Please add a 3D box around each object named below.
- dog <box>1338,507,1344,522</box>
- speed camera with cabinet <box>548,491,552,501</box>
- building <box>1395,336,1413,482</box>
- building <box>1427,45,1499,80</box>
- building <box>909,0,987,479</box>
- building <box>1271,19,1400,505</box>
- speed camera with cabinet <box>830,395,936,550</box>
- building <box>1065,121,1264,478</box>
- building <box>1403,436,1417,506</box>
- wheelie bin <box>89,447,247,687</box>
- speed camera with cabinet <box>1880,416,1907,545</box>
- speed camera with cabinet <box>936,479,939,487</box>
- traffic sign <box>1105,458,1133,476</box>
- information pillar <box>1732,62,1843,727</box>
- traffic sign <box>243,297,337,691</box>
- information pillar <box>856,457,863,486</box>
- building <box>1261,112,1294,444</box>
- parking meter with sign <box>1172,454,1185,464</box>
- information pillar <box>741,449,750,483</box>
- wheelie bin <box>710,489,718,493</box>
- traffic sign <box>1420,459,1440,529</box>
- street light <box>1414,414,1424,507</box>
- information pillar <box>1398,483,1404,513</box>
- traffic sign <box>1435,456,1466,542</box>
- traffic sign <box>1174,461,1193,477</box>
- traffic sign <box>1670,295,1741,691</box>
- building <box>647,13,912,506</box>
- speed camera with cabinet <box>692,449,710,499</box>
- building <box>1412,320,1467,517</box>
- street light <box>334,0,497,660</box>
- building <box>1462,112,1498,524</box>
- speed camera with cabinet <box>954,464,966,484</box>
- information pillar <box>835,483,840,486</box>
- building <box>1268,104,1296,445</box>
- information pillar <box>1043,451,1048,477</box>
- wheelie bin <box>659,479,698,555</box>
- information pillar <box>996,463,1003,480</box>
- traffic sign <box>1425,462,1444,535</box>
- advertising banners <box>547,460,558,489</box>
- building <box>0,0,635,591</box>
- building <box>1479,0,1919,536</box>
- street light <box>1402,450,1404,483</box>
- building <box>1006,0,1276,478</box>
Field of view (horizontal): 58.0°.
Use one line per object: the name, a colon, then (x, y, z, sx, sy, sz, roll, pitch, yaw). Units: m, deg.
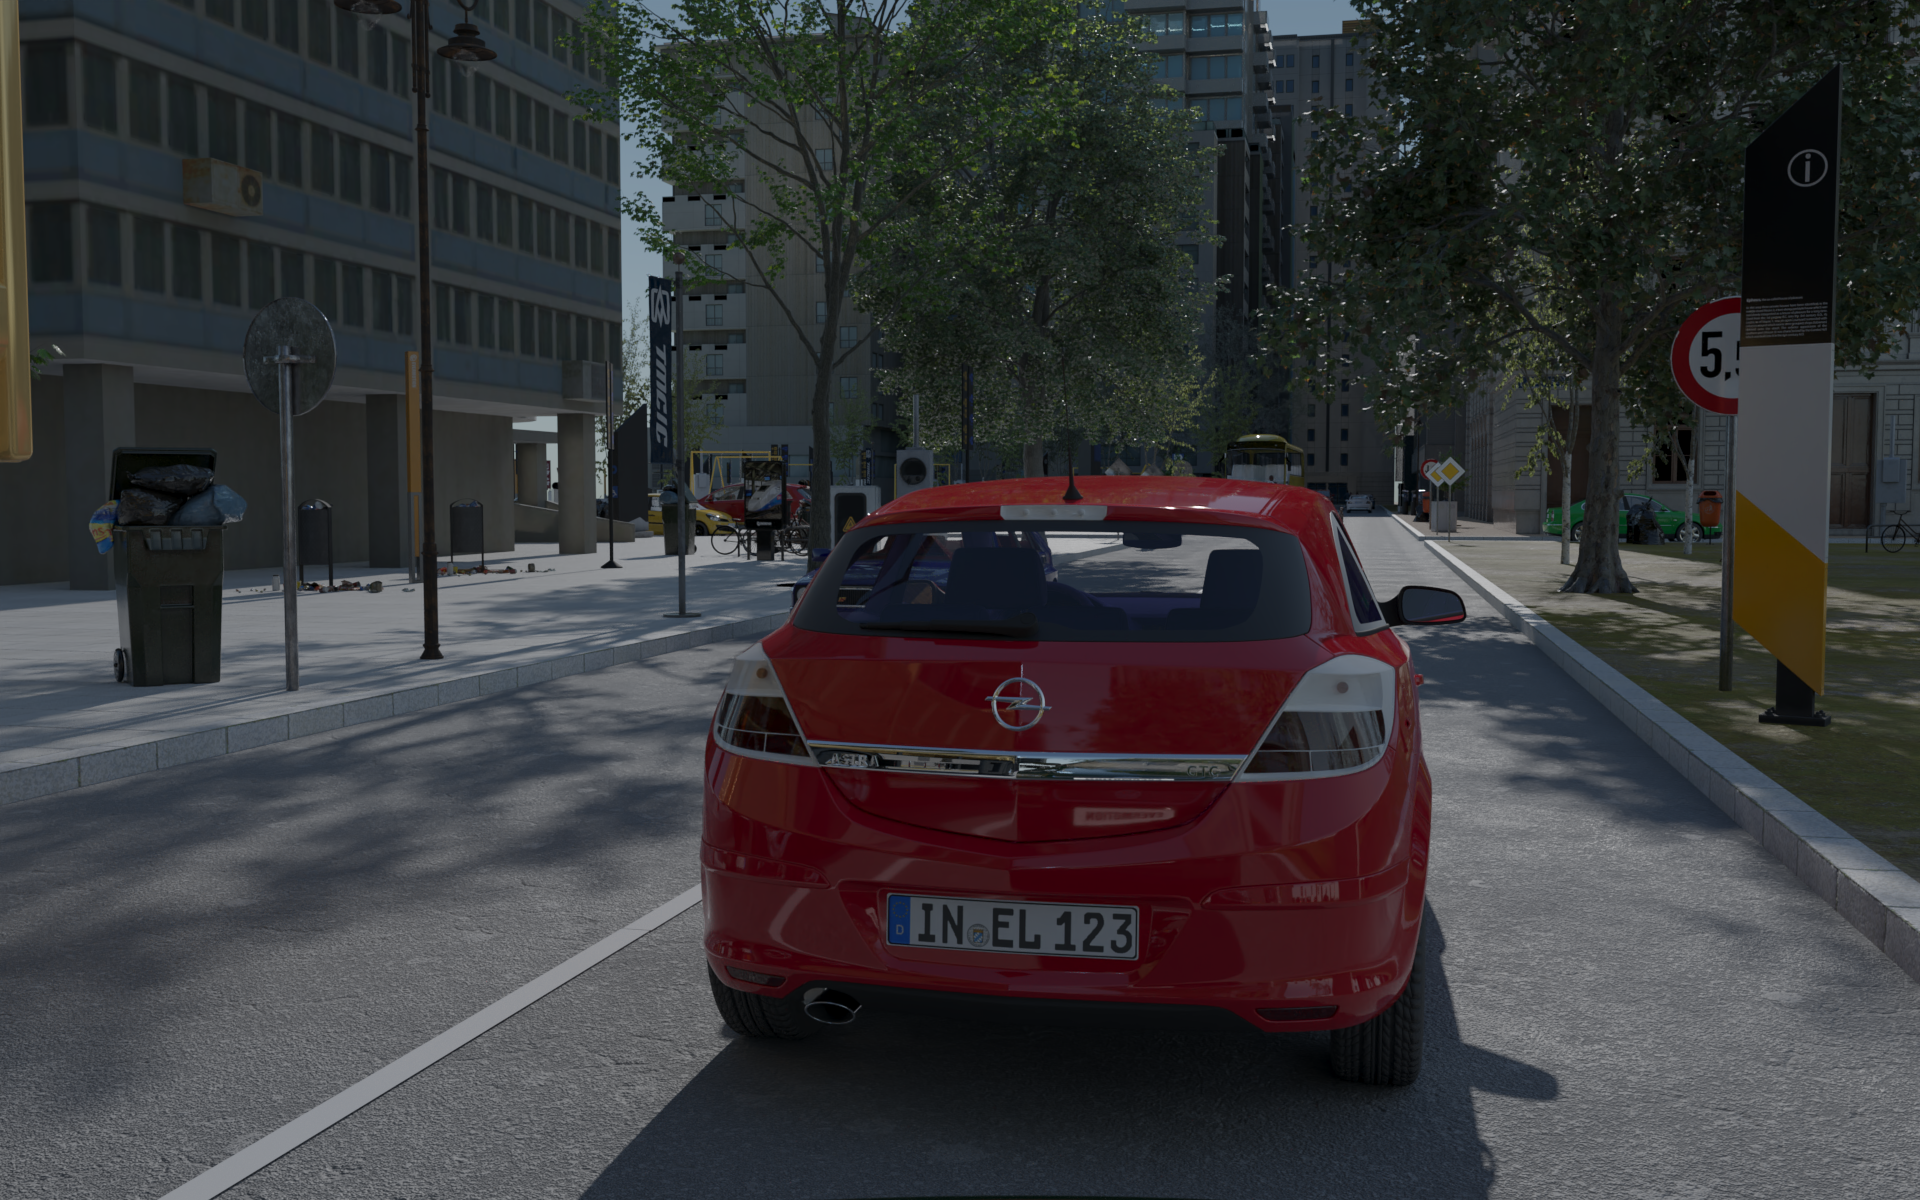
dog: (17.969, -3.949, 81.409, 0.513, 0.831, 0.800, 3, 5, 42)
speed camera with cabinet: (-20.788, -5.718, 87.820, 2.038, 3.252, 0.660, 1, 4, 19)
building: (61.237, -32.446, 214.089, 14.086, 41.232, 14.154, 1, 4, 13)
building: (42.710, -27.506, 133.322, 14.154, 41.232, 14.086, 1, 4, 13)
building: (8.884, -40.122, 197.990, 28.212, 58.520, 21.231, 1, 4, 13)
building: (41.276, -41.533, 221.071, 28.212, 58.520, 21.231, 1, 4, 13)
speed camera with cabinet: (-1.577, -2.452, 34.433, 2.038, 3.252, 0.660, 0, 4, 6)
building: (16.529, -22.399, 137.920, 14.160, 30.474, 14.107, 1, 4, 13)
building: (58.447, -53.044, 179.933, 22.319, 86.520, 31.000, 1, 4, 13)
wheelie bin: (-5.355, -0.238, 11.792, 0.980, 1.594, 0.693, -2, 4, -34)
speed camera with cabinet: (24.181, -3.008, 43.519, 2.038, 3.252, 0.660, 2, 4, 30)
speed camera with cabinet: (-2.359, -6.900, 107.152, 2.038, 3.252, 0.660, 1, 4, 18)
traffic sign: (4.418, -2.731, 48.288, 0.795, 2.450, 0.064, 1, 4, 13)
information pillar: (4.611, -1.119, 9.644, 0.504, 3.616, 0.183, 3, 4, 36)
traffic sign: (-4.359, -0.681, 11.233, 0.768, 2.556, 0.104, 1, 4, 22)
information pillar: (-5.718, -6.558, 98.570, 0.504, 3.616, 0.183, 3, 5, 40)
building: (27.384, -30.461, 181.623, 14.154, 41.232, 14.086, 1, 4, 13)
parking meter with sign: (9.792, -4.839, 75.377, 0.543, 3.016, 1.738, 2, 4, 28)
information pillar: (-11.221, -6.069, 90.577, 0.504, 3.616, 0.183, -3, 5, -40)
wheelie bin: (-14.260, -5.683, 100.818, 0.980, 1.594, 0.693, 0, 4, 8)
traffic sign: (17.047, -3.828, 62.696, 0.768, 2.556, 0.104, 1, 4, 19)
street light: (23.470, -7.091, 88.725, 0.468, 5.910, 1.993, 1, 4, 13)
information pillar: (29.459, -6.801, 115.681, 0.304, 2.012, 0.304, -1, 4, -14)
traffic sign: (13.075, -2.606, 46.248, 0.795, 2.450, 0.064, 1, 4, 13)
traffic sign: (8.469, -4.030, 65.998, 0.768, 2.556, 0.104, 1, 4, 21)
traffic sign: (4.997, -0.680, 11.229, 0.768, 2.556, 0.104, 1, 4, 22)
building: (-19.149, -37.392, 200.603, 27.495, 52.752, 28.713, 1, 4, 13)
speed camera with cabinet: (-10.911, -5.072, 77.260, 2.038, 3.252, 0.660, -2, 4, -26)
building: (36.750, -17.840, 110.745, 14.314, 24.678, 30.058, 1, 4, 13)
street light: (-4.116, -2.479, 13.318, 0.468, 5.910, 1.993, 1, 4, 13)
building: (31.415, -14.818, 84.073, 13.314, 21.916, 24.055, 1, 4, 13)
speed camera with cabinet: (-0.550, -7.259, 113.026, 2.038, 3.252, 0.660, 2, 4, 33)
information pillar: (-8.374, -6.981, 118.628, 0.304, 2.012, 0.304, 0, 4, 4)
building: (30.505, -33.449, 197.008, 14.200, 45.320, 14.600, 1, 4, 13)
information pillar: (4.624, -6.343, 95.056, 0.504, 3.616, 0.183, -3, 4, -38)
wheelie bin: (-5.956, -1.755, 36.604, 0.693, 1.594, 0.980, 1, 4, 10)
information pillar: (2.917, -8.340, 127.714, 0.504, 3.616, 0.183, 1, 4, 23)
traffic sign: (14.895, -3.081, 54.023, 0.795, 2.450, 0.064, 1, 4, 13)
advertising banners: (-20.731, -5.720, 89.716, 2.074, 3.025, 0.090, -3, 5, -43)
building: (-20.099, -20.884, 33.335, 23.993, 40.220, 32.217, 1, 4, 13)
building: (28.353, -13.519, 57.195, 21.152, 22.565, 11.583, 1, 4, 13)
street light: (32.185, -9.364, 125.887, 0.468, 5.910, 1.993, 1, 4, 13)
building: (17.514, -33.104, 160.859, 23.786, 49.044, 30.456, 1, 4, 13)
